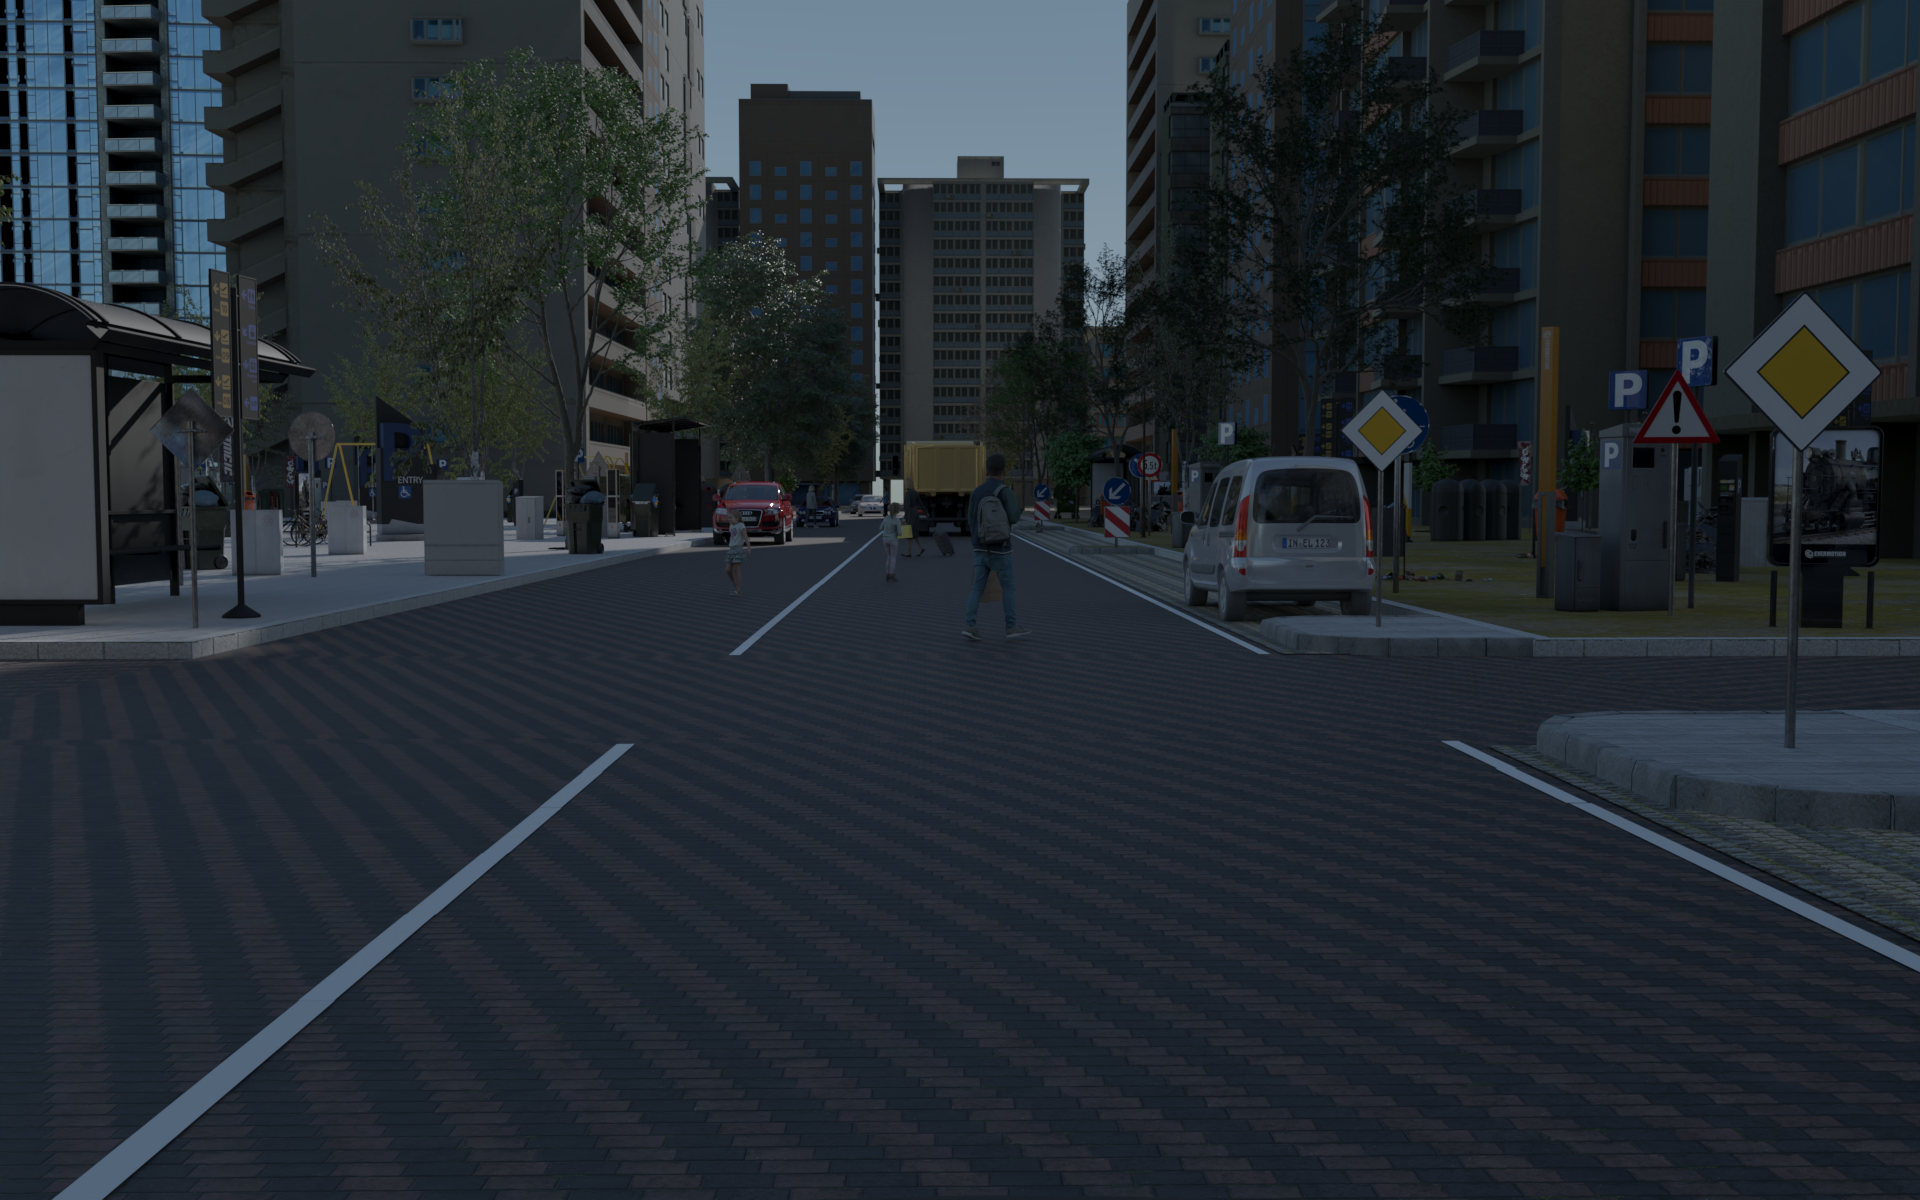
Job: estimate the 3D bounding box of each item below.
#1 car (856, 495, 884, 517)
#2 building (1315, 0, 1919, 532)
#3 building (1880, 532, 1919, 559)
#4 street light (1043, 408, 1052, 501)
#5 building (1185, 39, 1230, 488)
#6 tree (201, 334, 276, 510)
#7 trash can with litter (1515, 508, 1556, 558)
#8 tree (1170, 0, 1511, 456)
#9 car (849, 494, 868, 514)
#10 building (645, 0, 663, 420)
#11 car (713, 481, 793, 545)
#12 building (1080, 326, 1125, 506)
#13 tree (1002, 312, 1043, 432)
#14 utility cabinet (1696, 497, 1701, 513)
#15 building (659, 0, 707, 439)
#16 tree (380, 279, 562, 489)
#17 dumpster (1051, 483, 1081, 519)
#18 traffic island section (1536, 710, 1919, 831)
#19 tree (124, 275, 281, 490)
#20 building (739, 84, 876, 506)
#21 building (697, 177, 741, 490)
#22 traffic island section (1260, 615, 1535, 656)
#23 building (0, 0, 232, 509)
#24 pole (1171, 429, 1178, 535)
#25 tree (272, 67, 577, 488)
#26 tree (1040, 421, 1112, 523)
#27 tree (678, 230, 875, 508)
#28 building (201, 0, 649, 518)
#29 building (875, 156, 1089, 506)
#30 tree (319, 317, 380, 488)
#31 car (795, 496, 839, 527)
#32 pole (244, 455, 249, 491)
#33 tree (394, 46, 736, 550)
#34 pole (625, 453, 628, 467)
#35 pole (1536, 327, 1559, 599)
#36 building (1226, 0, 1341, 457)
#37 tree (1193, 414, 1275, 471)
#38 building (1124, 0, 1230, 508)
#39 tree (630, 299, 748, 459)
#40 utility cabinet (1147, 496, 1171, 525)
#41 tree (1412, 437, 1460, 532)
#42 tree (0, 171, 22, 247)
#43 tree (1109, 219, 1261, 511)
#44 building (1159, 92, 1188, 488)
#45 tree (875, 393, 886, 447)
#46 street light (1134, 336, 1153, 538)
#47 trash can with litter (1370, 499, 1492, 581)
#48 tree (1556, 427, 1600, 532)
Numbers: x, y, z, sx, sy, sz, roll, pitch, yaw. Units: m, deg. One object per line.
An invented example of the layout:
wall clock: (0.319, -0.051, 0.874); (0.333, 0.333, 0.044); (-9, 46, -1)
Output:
car: (-5.589, -6.023, 110.843); (2.083, 1.381, 4.827); (0, 4, -3)
building: (28.163, -25.851, 77.294); (22.147, 44.769, 28.867); (0, 4, -1)
building: (31.284, -23.380, 36.886); (28.867, 44.769, 22.147); (0, 4, -1)
street light: (4.624, -7.245, 91.249); (0.468, 5.910, 1.993); (0, 4, -1)
building: (23.219, -20.947, 114.189); (14.160, 30.474, 14.107); (0, 4, -1)
tree: (-30.082, -7.534, 73.542); (4.360, 8.622, 3.978); (0, 3, 0)
trash can with litter: (12.046, -1.463, 34.984); (2.233, 1.210, 1.678); (-3, 5, -40)
tree: (6.743, -5.970, 32.017); (7.601, 10.594, 8.767); (-1, 4, -19)
car: (-6.947, -6.909, 124.970); (2.014, 1.417, 4.499); (0, 4, 1)
building: (-28.607, -28.698, 119.317); (14.600, 45.320, 14.200); (0, 4, -1)
car: (-6.013, -2.568, 50.665); (2.281, 1.827, 5.304); (0, 4, -2)
building: (28.807, -21.750, 200.644); (28.899, 21.520, 27.650); (0, 4, -1)
tree: (5.901, -7.899, 63.566); (8.767, 10.594, 7.601); (0, 4, -4)
utility cabinet: (22.399, -2.526, 52.466); (0.306, 1.237, 1.020); (2, 4, 24)
building: (-35.538, -33.806, 141.962); (27.495, 52.752, 28.713); (0, 4, -1)
tree: (-15.736, -6.527, 57.080); (4.737, 8.622, 4.395); (0, 3, 0)
dumpster: (5.470, -5.290, 88.979); (1.502, 2.255, 1.985); (0, 4, -1)
traffic island section: (4.215, 0.826, 8.769); (2.009, 0.180, 2.903); (0, 4, -1)
tree: (-25.181, -6.629, 58.747); (4.737, 8.622, 4.395); (0, 3, 0)
building: (-16.608, -33.182, 192.640); (14.200, 45.320, 14.600); (0, 4, -1)
building: (-36.435, -31.125, 200.770); (23.993, 40.220, 32.217); (0, 4, -1)
traffic island section: (4.066, 0.338, 16.753); (2.009, 0.180, 2.903); (0, 4, -1)
building: (-65.866, -50.751, 142.444); (31.000, 86.520, 22.319); (0, 4, -1)
pole: (6.762, -3.716, 54.598); (0.158, 3.312, 0.155); (0, 3, 0)
tree: (-8.581, -4.851, 29.680); (4.360, 8.622, 3.978); (0, 3, 0)
tree: (5.195, -5.767, 77.999); (4.285, 4.588, 4.351); (0, 3, 0)
tree: (-9.168, -10.833, 83.773); (9.857, 13.997, 8.962); (0, 3, 0)
building: (-30.739, -29.210, 101.278); (21.300, 48.544, 21.600); (0, 4, -1)
building: (2.325, -31.185, 201.750); (23.993, 40.220, 32.217); (0, 4, -1)
tree: (-23.436, -7.332, 70.235); (4.737, 8.622, 4.395); (0, 3, 0)
car: (-6.266, -3.894, 76.250); (1.945, 1.354, 3.894); (0, 4, -1)
pole: (-36.956, -5.864, 89.713); (0.158, 3.312, 0.155); (0, 3, 0)
tree: (-9.000, -6.986, 39.975); (9.928, 11.665, 9.643); (0, 3, 0)
pole: (-16.364, -5.581, 85.091); (0.158, 3.312, 0.155); (0, 3, 0)
pole: (7.209, -1.676, 21.241); (0.158, 3.312, 0.155); (0, 3, 0)
building: (23.567, -27.492, 99.613); (14.600, 45.320, 14.200); (0, 4, -1)
tree: (11.275, -5.361, 71.358); (4.285, 4.588, 4.351); (0, 3, 0)
building: (25.767, -31.935, 145.840); (21.300, 48.544, 21.600); (0, 4, -1)
tree: (-10.060, -6.979, 64.467); (4.737, 8.622, 4.395); (0, 3, 0)
utility cabinet: (8.346, -3.744, 72.368); (1.020, 1.237, 0.306); (2, 4, 24)
tree: (15.802, -3.913, 58.573); (1.663, 3.219, 1.824); (0, 3, 0)
tree: (-16.233, -4.559, 24.901); (4.737, 8.622, 4.395); (0, 3, 0)
tree: (6.038, -5.857, 46.126); (4.360, 8.622, 3.978); (0, 3, 0)
building: (21.560, -21.807, 128.242); (14.160, 30.474, 14.107); (0, 4, -1)
tree: (-11.308, -15.404, 158.512); (9.857, 13.997, 8.962); (0, 3, 0)
street light: (5.402, -4.770, 50.781); (0.468, 5.910, 1.993); (0, 4, -1)
trash can with litter: (6.757, -0.901, 25.791); (2.233, 1.210, 1.678); (1, 4, 19)
tree: (17.913, -3.397, 50.142); (1.663, 3.219, 1.824); (0, 3, 0)
